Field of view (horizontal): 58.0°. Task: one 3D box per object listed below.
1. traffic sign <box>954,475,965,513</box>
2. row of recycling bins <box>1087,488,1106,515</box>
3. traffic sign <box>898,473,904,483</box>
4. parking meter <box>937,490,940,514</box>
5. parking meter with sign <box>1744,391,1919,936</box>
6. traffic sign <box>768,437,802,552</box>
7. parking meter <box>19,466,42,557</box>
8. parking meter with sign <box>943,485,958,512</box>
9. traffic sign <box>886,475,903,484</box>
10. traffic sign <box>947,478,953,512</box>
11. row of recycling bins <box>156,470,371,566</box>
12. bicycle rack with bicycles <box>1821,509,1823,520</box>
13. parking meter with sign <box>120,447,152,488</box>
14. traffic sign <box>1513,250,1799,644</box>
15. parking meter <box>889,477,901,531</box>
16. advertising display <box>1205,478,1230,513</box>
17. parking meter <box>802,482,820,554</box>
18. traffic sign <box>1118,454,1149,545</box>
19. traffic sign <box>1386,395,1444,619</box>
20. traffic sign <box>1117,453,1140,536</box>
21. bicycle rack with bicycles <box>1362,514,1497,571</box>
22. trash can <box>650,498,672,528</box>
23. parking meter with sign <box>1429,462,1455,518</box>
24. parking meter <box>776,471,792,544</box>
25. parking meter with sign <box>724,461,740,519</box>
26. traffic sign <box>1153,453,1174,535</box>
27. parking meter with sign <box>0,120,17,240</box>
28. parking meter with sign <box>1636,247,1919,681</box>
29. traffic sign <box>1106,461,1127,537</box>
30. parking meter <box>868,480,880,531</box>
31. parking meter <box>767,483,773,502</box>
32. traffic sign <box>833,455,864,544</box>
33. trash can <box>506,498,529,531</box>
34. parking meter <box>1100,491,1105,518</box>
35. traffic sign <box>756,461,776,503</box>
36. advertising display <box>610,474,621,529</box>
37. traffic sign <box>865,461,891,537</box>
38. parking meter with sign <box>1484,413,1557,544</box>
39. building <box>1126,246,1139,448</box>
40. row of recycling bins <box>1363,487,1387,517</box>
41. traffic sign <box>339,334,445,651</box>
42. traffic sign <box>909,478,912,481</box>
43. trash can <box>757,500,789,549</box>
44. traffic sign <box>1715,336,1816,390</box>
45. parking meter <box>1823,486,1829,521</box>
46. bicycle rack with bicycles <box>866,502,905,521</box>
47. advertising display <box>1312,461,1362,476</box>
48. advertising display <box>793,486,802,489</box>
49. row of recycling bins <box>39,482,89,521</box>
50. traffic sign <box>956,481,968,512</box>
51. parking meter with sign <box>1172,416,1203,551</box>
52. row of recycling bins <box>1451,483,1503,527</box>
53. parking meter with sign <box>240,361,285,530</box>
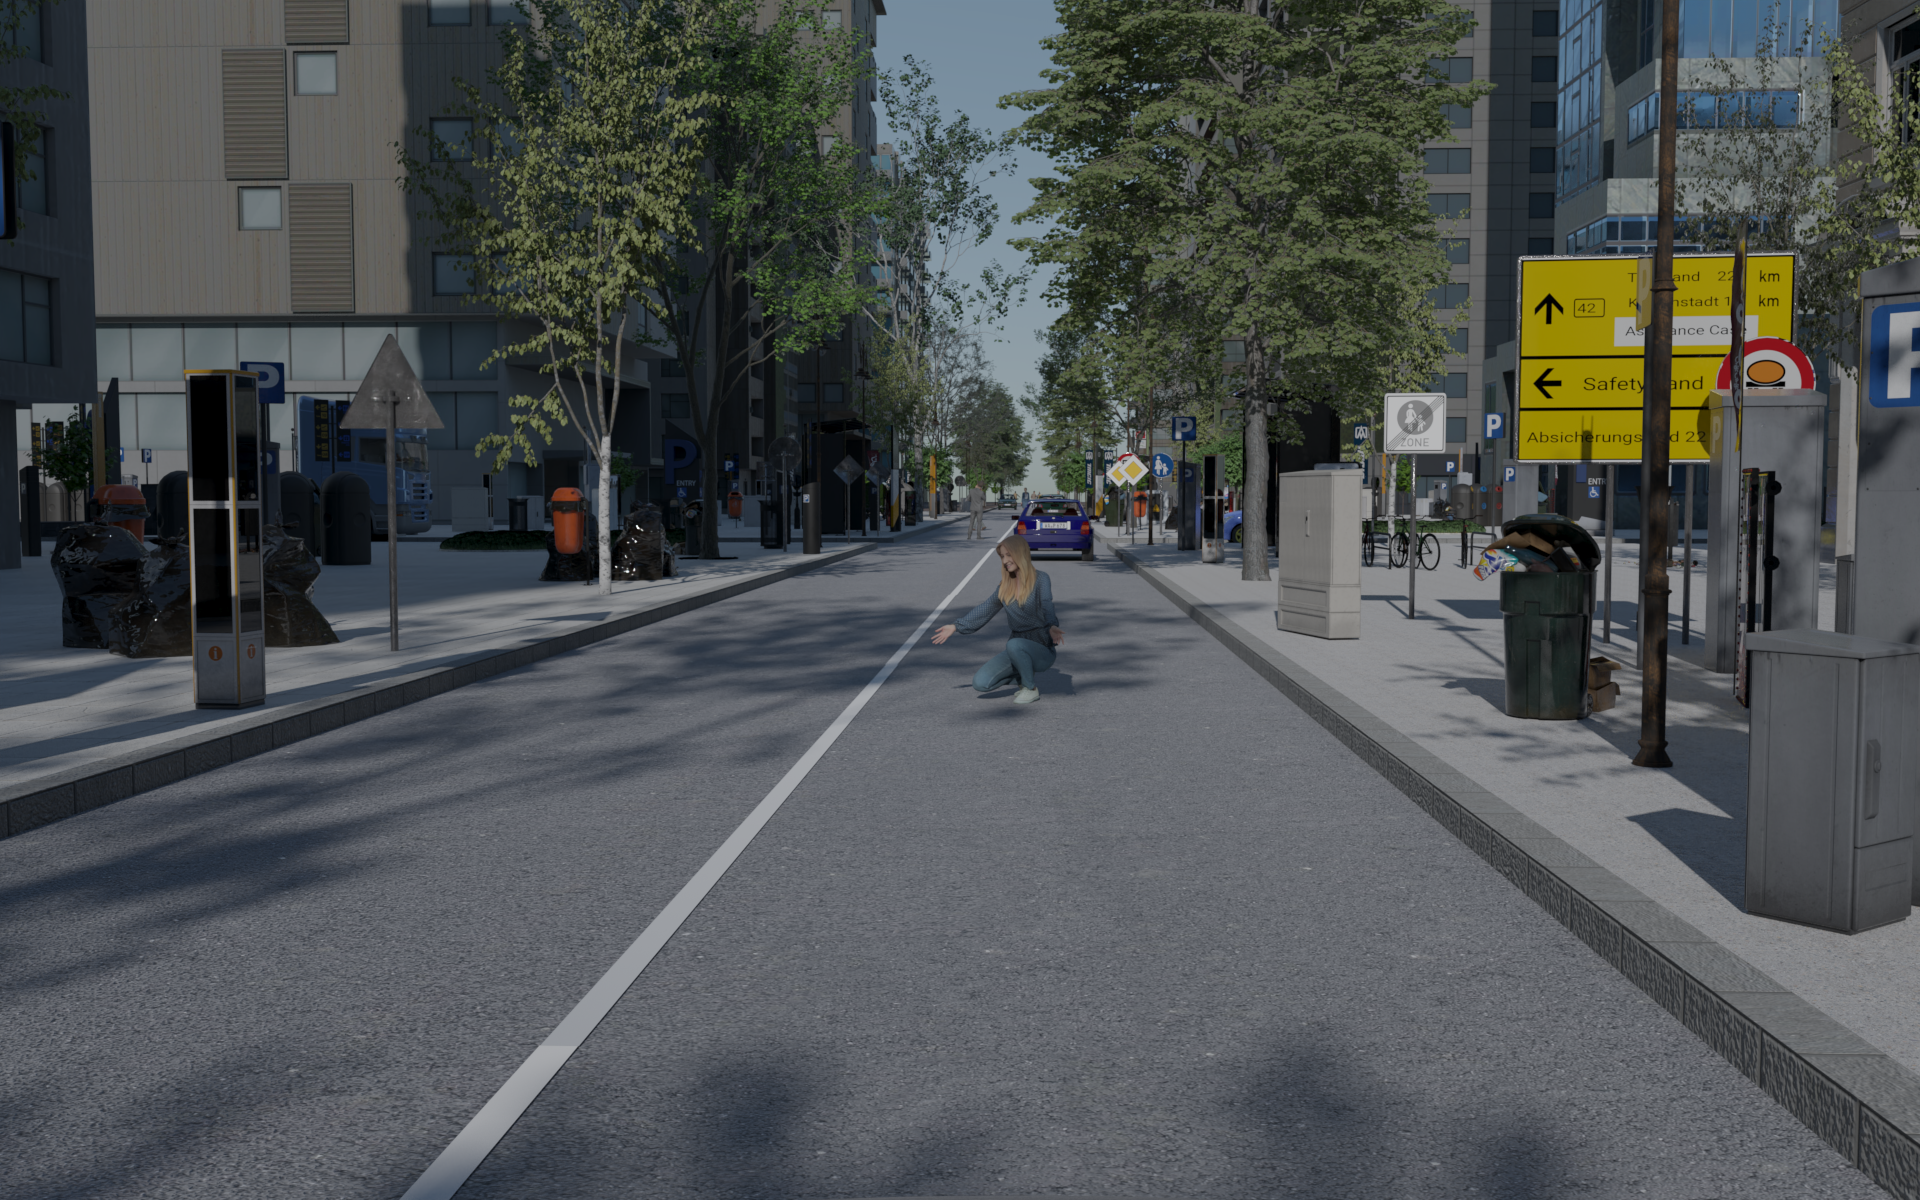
[{"bbox_3d":[-0.017,-7.216,118.085,0.768,2.556,0.104,1,4,12],"label":"traffic sign"},{"bbox_3d":[8.359,-5.927,104.013,1.069,1.692,3.534,1,4,16],"label":"row of recycling bins"},{"bbox_3d":[-3.429,-5.713,93.410,0.884,2.594,0.081,1,4,9],"label":"traffic sign"},{"bbox_3d":[-1.437,-6.146,108.900,0.372,1.533,0.369,0,3,0],"label":"parking meter"},{"bbox_3d":[3.197,-0.566,5.523,1.738,3.016,0.543,-2,4,-35],"label":"parking meter with sign"},{"bbox_3d":[-3.887,-2.343,38.413,0.768,2.556,0.104,1,4,9],"label":"traffic sign"},{"bbox_3d":[-19.122,-1.829,35.619,0.399,1.863,0.255,3,4,37],"label":"parking meter"},{"bbox_3d":[-1.010,-7.877,125.047,1.738,3.016,0.543,-2,4,-34],"label":"parking meter with sign"},{"bbox_3d":[-3.339,-5.381,87.983,0.884,2.594,0.081,0,4,6],"label":"traffic sign"},{"bbox_3d":[-0.857,-7.502,122.762,0.768,2.556,0.104,0,4,5],"label":"traffic sign"},{"bbox_3d":[-12.347,-1.450,30.819,3.534,1.692,1.069,-2,4,-24],"label":"row of recycling bins"},{"bbox_3d":[29.987,-2.848,59.955,2.925,0.926,2.852,-2,4,-34],"label":"bicycle rack with bicycles"},{"bbox_3d":[-32.000,-4.299,66.545,1.738,3.016,0.543,0,4,6],"label":"parking meter with sign"},{"bbox_3d":[5.873,-1.275,14.722,2.265,3.308,0.079,1,4,9],"label":"traffic sign"},{"bbox_3d":[-2.227,-3.286,59.429,0.399,1.863,0.255,0,4,8],"label":"parking meter"},{"bbox_3d":[10.522,-4.011,70.798,0.974,1.923,0.123,1,4,21],"label":"advertising display"},{"bbox_3d":[-3.173,-1.749,36.999,0.372,1.533,0.369,0,3,0],"label":"parking meter"},{"bbox_3d":[4.391,-2.465,43.940,0.795,2.450,0.064,0,4,3],"label":"traffic sign"},{"bbox_3d":[4.623,-0.950,17.666,0.606,2.300,0.079,0,4,7],"label":"traffic sign"},{"bbox_3d":[5.194,-3.257,53.355,0.768,2.556,0.104,0,4,6],"label":"traffic sign"},{"bbox_3d":[8.099,-1.021,30.075,2.852,0.926,2.925,0,4,5],"label":"bicycle rack with bicycles"},{"bbox_3d":[-9.718,-2.729,56.272,0.748,1.137,0.748,0,3,0],"label":"trash can"},{"bbox_3d":[26.029,-5.966,93.808,0.543,3.016,1.738,-1,4,-19],"label":"parking meter with sign"},{"bbox_3d":[-4.487,-2.358,44.270,0.399,1.863,0.255,0,4,-7],"label":"parking meter"},{"bbox_3d":[-11.775,-5.727,89.894,0.543,3.016,1.738,-1,4,-22],"label":"parking meter with sign"},{"bbox_3d":[6.264,-3.291,53.920,0.768,2.556,0.104,1,4,8],"label":"traffic sign"},{"bbox_3d":[-4.839,-0.680,7.380,0.543,3.016,1.738,1,4,10],"label":"parking meter with sign"},{"bbox_3d":[5.780,-0.987,12.392,1.738,3.016,0.543,1,4,10],"label":"parking meter with sign"},{"bbox_3d":[4.764,-2.953,51.917,0.795,2.450,0.064,0,4,3],"label":"traffic sign"},{"bbox_3d":[-3.003,-3.357,60.591,0.399,1.863,0.255,0,4,-1],"label":"parking meter"},{"bbox_3d":[-10.030,-5.201,90.746,0.399,1.863,0.255,-1,4,-12],"label":"parking meter"},{"bbox_3d":[-2.844,-2.487,44.298,0.795,2.450,0.064,0,4,3],"label":"traffic sign"},{"bbox_3d":[-14.776,-2.830,57.932,0.748,1.137,0.748,0,3,0],"label":"trash can"},{"bbox_3d":[7.567,-5.157,92.729,0.372,1.533,0.369,0,3,0],"label":"parking meter"},{"bbox_3d":[-6.081,-3.191,54.303,0.606,2.300,0.079,0,4,3],"label":"traffic sign"},{"bbox_3d":[-11.446,-3.157,56.837,0.974,1.923,0.123,3,5,44],"label":"advertising display"},{"bbox_3d":[-2.471,-2.974,52.274,0.795,2.450,0.064,0,4,3],"label":"traffic sign"},{"bbox_3d":[12.220,-2.532,37.656,1.738,3.016,0.543,-2,4,-28],"label":"parking meter with sign"},{"bbox_3d":[37.370,-37.626,269.805,22.147,44.769,28.867,0,4,3],"label":"building"},{"bbox_3d":[23.036,-5.484,96.775,1.069,1.692,3.534,0,4,2],"label":"row of recycling bins"},{"bbox_3d":[-4.618,-0.861,14.076,0.884,2.594,0.081,0,4,6],"label":"traffic sign"},{"bbox_3d":[-2.781,-6.476,105.991,0.768,2.556,0.104,1,4,9],"label":"traffic sign"},{"bbox_3d":[-4.375,-1.769,40.584,0.748,1.137,0.748,0,3,0],"label":"trash can"},{"bbox_3d":[6.511,-0.855,14.087,0.768,2.556,0.104,0,4,8],"label":"traffic sign"},{"bbox_3d":[28.632,-2.974,57.032,0.372,1.533,0.369,0,3,0],"label":"parking meter"},{"bbox_3d":[-3.996,-4.256,82.969,2.852,0.926,2.925,-3,5,-42],"label":"bicycle rack with bicycles"},{"bbox_3d":[7.447,-1.777,34.274,0.974,1.923,0.123,2,4,29],"label":"advertising display"},{"bbox_3d":[-9.731,-6.096,104.875,0.974,1.923,0.123,1,4,20],"label":"advertising display"},{"bbox_3d":[-29.649,-3.114,58.029,3.534,1.692,1.069,0,4,6],"label":"row of recycling bins"},{"bbox_3d":[0.151,-7.403,121.037,0.884,2.594,0.081,1,4,9],"label":"traffic sign"},{"bbox_3d":[5.286,-2.657,39.708,0.543,3.016,1.738,1,4,18],"label":"parking meter with sign"},{"bbox_3d":[20.696,-3.746,68.366,3.534,1.692,1.069,-2,4,-33],"label":"row of recycling bins"},{"bbox_3d":[-9.490,-1.677,23.674,0.543,3.016,1.738,-1,4,-21],"label":"parking meter with sign"}]
